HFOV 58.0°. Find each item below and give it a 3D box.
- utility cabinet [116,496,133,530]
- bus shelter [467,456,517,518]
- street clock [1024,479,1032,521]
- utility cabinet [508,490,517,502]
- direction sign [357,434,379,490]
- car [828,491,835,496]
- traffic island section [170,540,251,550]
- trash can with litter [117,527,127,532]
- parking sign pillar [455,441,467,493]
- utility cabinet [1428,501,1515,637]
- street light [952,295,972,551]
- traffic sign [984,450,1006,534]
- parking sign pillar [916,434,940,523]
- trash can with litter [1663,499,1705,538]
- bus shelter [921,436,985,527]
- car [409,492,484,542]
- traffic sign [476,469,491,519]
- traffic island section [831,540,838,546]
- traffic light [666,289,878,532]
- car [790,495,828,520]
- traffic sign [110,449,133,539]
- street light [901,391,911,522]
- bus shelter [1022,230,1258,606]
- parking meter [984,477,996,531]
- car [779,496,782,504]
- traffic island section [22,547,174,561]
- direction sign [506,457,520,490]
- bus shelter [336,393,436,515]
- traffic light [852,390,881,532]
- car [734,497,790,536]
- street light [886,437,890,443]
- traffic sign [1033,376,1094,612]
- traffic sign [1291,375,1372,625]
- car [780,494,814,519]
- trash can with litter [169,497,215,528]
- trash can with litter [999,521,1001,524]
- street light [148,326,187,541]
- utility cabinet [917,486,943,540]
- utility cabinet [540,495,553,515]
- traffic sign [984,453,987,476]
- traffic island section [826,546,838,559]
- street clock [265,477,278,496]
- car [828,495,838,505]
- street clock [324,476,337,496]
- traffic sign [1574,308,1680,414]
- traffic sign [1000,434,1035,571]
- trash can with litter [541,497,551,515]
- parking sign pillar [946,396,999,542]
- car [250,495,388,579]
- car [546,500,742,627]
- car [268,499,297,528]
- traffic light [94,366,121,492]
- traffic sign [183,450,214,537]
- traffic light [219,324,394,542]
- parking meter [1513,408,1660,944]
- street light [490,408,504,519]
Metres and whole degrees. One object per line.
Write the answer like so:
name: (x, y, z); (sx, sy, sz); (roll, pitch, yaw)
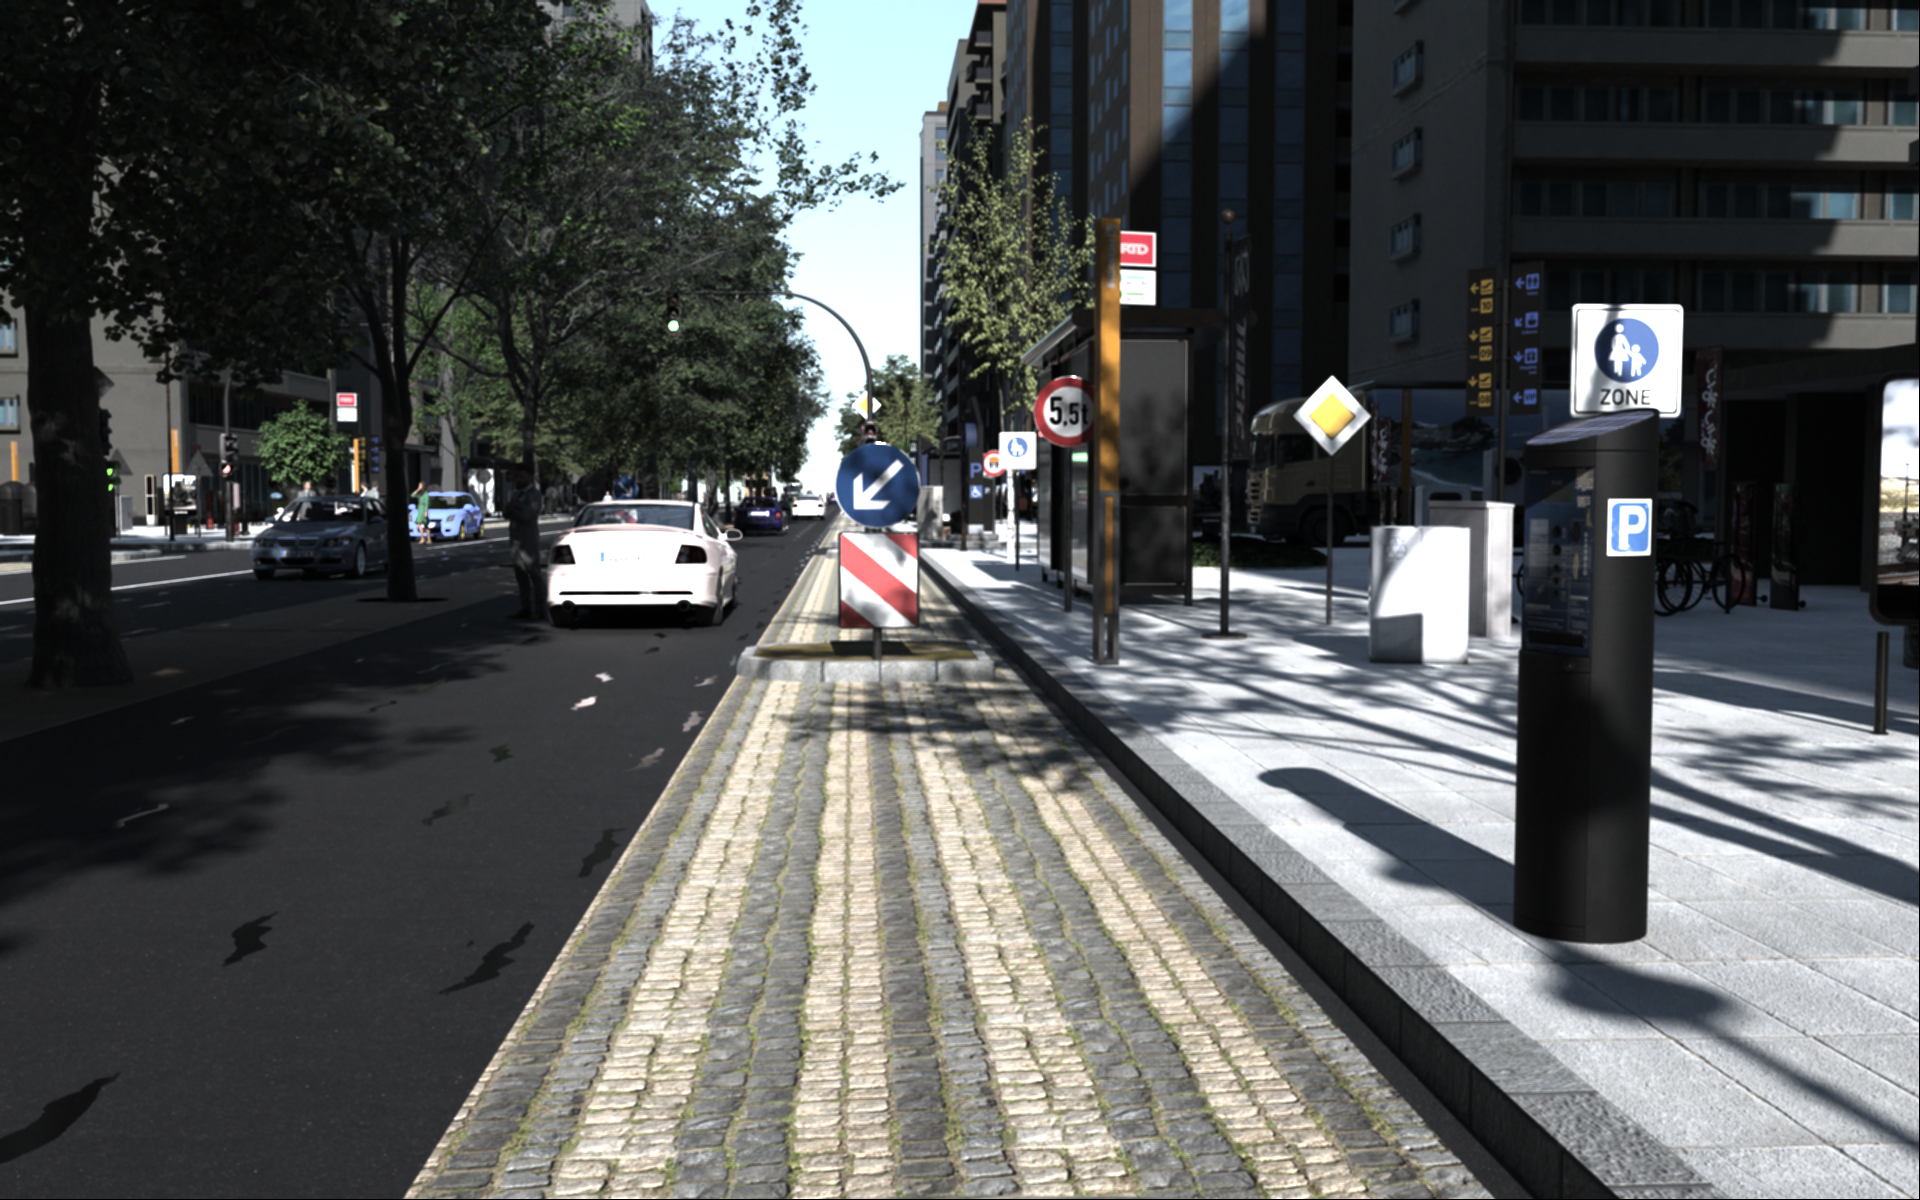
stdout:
utility cabinet: (-29.951, -3.108, 61.971); (0.306, 1.237, 1.020); (0, 4, -5)
bus shelter: (-25.780, -6.184, 95.028); (2.014, 3.302, 5.546); (0, 4, -4)
street clock: (3.291, -4.738, 82.030); (0.358, 2.002, 0.471); (-3, 5, -40)
utility cabinet: (-25.748, -5.652, 101.089); (1.173, 1.500, 0.318); (-3, 4, -38)
direction sign: (-22.427, -4.508, 65.699); (0.379, 3.537, 0.876); (3, 5, 40)
car: (-17.394, -14.364, 243.526); (2.281, 1.827, 5.304); (0, 4, -2)
traffic island section: (-19.464, -1.459, 46.137); (2.009, 0.180, 2.903); (0, 4, -4)
trash can with litter: (-28.846, -2.885, 58.229); (1.678, 1.210, 2.233); (1, 4, 23)
parking sign pillar: (-25.629, -6.145, 88.936); (1.447, 3.967, 1.447); (-1, 4, -22)
utility cabinet: (4.723, -0.299, 16.044); (0.306, 1.237, 1.020); (-1, 4, -15)
street light: (0.084, -4.041, 38.859); (0.468, 5.910, 1.993); (0, 4, -4)
traffic sign: (0.985, -3.066, 50.238); (0.768, 2.556, 0.104); (0, 4, 1)
parking sign pillar: (-1.239, -5.433, 77.304); (1.447, 3.967, 1.447); (-1, 4, -17)
trash can with litter: (16.384, -1.687, 38.965); (1.055, 1.170, 0.624); (-2, 4, -34)
bus shelter: (-0.295, -4.245, 63.337); (2.014, 3.302, 5.546); (0, 4, -4)
car: (-15.864, -2.672, 53.275); (1.945, 1.707, 3.694); (0, 4, -2)
traffic sign: (-24.148, -5.365, 87.828); (0.768, 2.556, 0.104); (0, 4, -2)
traffic island section: (-2.505, -1.523, 47.178); (2.009, 0.180, 2.903); (0, 4, -4)
traffic light: (-4.134, -3.924, 38.822); (4.771, 5.953, 1.251); (0, 4, -4)
car: (-8.354, -5.093, 95.627); (2.083, 1.381, 4.827); (0, 4, -4)
traffic sign: (-24.022, -3.022, 49.410); (0.884, 2.594, 0.081); (0, 4, 1)
street light: (-2.441, -6.442, 78.115); (0.468, 5.910, 1.993); (0, 4, -4)
bus shelter: (2.081, -2.829, 23.885); (2.179, 5.291, 8.768); (0, 4, -3)
parking meter: (1.005, -3.305, 59.744); (0.399, 1.863, 0.255); (1, 4, 23)
car: (-25.325, -14.626, 251.720); (1.945, 1.354, 3.894); (0, 4, -2)
traffic island section: (-18.971, -0.972, 38.167); (2.009, 0.180, 2.903); (0, 4, -4)
direction sign: (-27.590, -7.035, 107.016); (0.876, 3.537, 0.379); (0, 4, 2)
bus shelter: (-23.721, -5.731, 71.336); (2.179, 5.291, 8.768); (0, 4, -3)
traffic light: (-2.546, -3.556, 47.061); (0.839, 4.253, 0.868); (0, 4, -4)
car: (-6.939, -2.927, 60.429); (1.945, 1.354, 3.894); (0, 4, -4)
street light: (-5.067, -9.117, 121.844); (0.468, 5.910, 1.993); (0, 4, -4)
traffic sign: (1.177, -1.143, 18.797); (0.768, 2.556, 0.104); (0, 4, 1)
traffic sign: (3.609, -0.961, 16.892); (0.795, 2.450, 0.064); (0, 4, -3)
car: (-9.526, -5.494, 101.633); (2.131, 1.459, 4.920); (0, 4, -3)
trash can with litter: (-28.542, -3.328, 65.466); (2.233, 1.210, 1.678); (0, 4, 2)
trash can with litter: (1.336, -3.986, 76.230); (1.678, 1.210, 2.233); (0, 4, 7)
street light: (-21.577, -4.555, 47.255); (0.468, 5.910, 1.993); (0, 4, -4)
utility cabinet: (-0.844, -2.403, 47.975); (0.318, 1.500, 1.173); (-2, 4, -23)
utility cabinet: (-25.685, -5.868, 107.101); (1.020, 1.237, 0.306); (1, 4, 9)
traffic sign: (0.574, -3.204, 52.484); (0.768, 2.556, 0.104); (0, 4, 4)
traffic island section: (-2.011, -1.035, 39.208); (2.009, 0.180, 2.903); (0, 4, -4)
street clock: (-29.582, -4.276, 74.489); (0.358, 2.002, 0.471); (2, 4, 35)
car: (-16.356, -12.998, 225.100); (1.945, 1.354, 3.894); (0, 4, -5)
street clock: (-25.423, -4.001, 69.978); (0.471, 2.002, 0.358); (-1, 4, -9)
traffic sign: (3.601, -0.448, 9.448); (0.606, 2.300, 0.079); (0, 4, -3)
traffic sign: (0.959, -1.636, 28.876); (0.606, 2.300, 0.079); (0, 4, 6)
trash can with litter: (-25.171, -5.765, 105.641); (0.624, 1.170, 1.055); (1, 4, 16)
parking sign pillar: (0.337, -3.594, 47.239); (1.447, 3.967, 1.447); (-1, 4, -9)
car: (-11.152, -1.149, 30.785); (2.014, 1.417, 4.499); (0, 4, -5)
car: (-3.606, -0.473, 20.102); (2.083, 1.381, 4.827); (0, 4, -4)
car: (-19.687, -2.492, 53.103); (2.083, 1.381, 4.827); (0, 4, -4)
traffic light: (-18.930, -3.004, 38.035); (0.839, 4.253, 0.868); (0, 4, -4)
traffic sign: (-22.560, -3.138, 51.312); (0.884, 2.594, 0.081); (0, 4, -3)
traffic light: (-17.341, -4.373, 46.168); (4.771, 5.953, 1.251); (0, 4, -4)
parking meter: (1.830, 0.204, 5.073); (0.372, 1.533, 0.369); (0, 3, 0)
street light: (-24.183, -7.208, 90.638); (0.468, 5.910, 1.993); (0, 4, -4)
